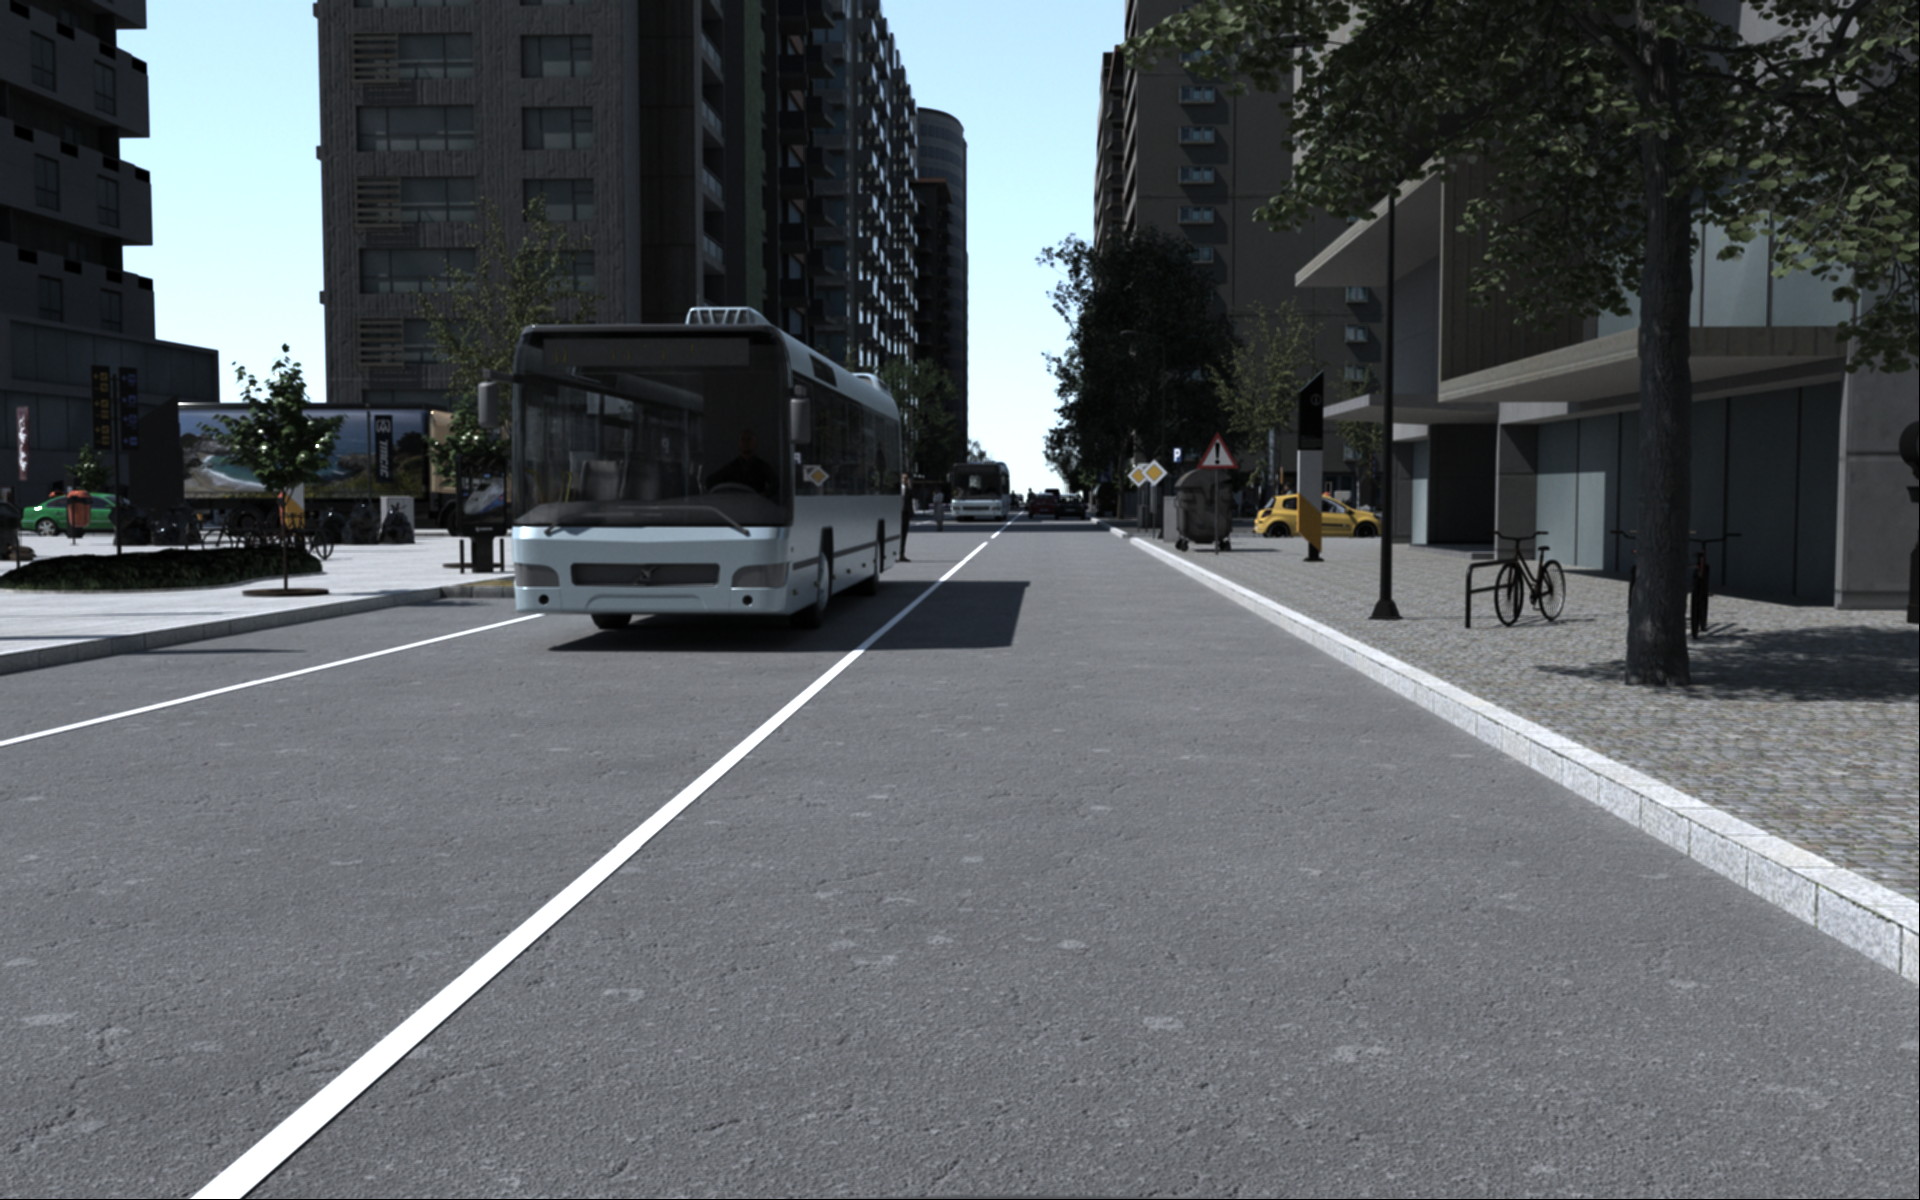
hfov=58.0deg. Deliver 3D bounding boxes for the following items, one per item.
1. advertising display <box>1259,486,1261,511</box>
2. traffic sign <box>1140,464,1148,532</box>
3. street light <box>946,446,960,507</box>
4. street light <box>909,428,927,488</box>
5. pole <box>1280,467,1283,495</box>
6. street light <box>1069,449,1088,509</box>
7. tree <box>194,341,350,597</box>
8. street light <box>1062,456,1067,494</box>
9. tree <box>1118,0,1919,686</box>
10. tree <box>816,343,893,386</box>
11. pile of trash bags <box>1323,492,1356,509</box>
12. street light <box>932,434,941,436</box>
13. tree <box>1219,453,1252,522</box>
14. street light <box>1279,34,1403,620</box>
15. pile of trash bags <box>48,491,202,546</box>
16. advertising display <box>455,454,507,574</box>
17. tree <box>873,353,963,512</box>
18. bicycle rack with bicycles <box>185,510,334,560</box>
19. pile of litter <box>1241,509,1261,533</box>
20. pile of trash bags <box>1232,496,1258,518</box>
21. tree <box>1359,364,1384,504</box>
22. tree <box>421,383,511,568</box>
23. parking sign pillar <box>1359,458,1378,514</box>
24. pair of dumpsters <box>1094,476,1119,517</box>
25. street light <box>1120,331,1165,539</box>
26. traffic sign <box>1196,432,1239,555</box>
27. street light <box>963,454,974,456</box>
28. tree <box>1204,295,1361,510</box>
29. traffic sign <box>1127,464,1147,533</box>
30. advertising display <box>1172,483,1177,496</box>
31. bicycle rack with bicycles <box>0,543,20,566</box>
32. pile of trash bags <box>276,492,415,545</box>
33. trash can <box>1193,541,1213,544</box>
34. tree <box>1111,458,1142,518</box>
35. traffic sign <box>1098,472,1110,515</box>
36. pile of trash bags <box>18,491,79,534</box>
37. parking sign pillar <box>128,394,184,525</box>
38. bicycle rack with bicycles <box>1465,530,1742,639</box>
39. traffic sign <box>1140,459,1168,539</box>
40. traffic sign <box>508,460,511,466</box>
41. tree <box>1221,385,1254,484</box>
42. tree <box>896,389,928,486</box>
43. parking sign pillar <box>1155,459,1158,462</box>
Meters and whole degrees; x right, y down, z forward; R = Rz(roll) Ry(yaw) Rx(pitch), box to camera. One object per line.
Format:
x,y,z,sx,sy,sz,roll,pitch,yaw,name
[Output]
22.663,-7.585,129.230,0.123,1.923,0.974,-2,4,-33,advertising display
6.260,-3.423,58.089,0.606,2.300,0.079,1,4,9,traffic sign
-0.723,-11.870,166.612,1.470,5.913,1.316,0,4,3,street light
-2.980,-9.091,121.183,1.470,5.913,1.316,0,4,3,street light
24.292,-8.374,130.764,0.158,3.312,0.155,0,3,0,pole
10.032,-10.544,144.928,1.470,5.913,1.316,0,4,3,street light
-8.484,-1.674,21.966,1.663,3.219,1.824,0,3,0,tree
11.473,-12.518,177.208,1.470,5.913,1.316,0,4,3,street light
4.540,-5.729,11.791,7.486,12.596,7.792,0,3,0,tree
-5.886,-8.142,83.477,4.737,8.622,4.395,0,3,0,tree
19.581,-4.954,90.743,1.912,1.369,3.447,0,4,-4,pile of trash bags
-2.217,-9.932,134.922,1.470,5.913,1.316,0,4,3,street light
12.552,-5.243,80.324,1.663,3.219,1.824,0,3,0,tree
3.831,-2.759,17.647,1.470,5.913,1.316,0,4,3,street light
-20.875,-2.073,43.641,3.447,1.369,1.912,0,4,6,pile of trash bags
-7.810,-1.411,28.288,0.123,1.923,0.974,2,4,33,advertising display
-3.752,-12.285,126.619,9.928,11.665,9.643,0,3,0,tree
-13.323,-1.220,33.334,2.852,0.926,2.925,2,4,32,bicycle rack with bicycles
10.151,-2.638,57.100,1.719,0.858,1.176,3,5,39,pile of litter
14.384,-5.117,93.418,3.447,1.369,1.912,1,4,10,pile of trash bags
22.281,-8.893,95.757,4.737,8.622,4.395,0,3,0,tree
-8.700,-2.191,30.426,1.663,3.219,1.824,0,3,0,tree
26.627,-7.635,113.301,1.447,3.967,1.447,-2,4,-24,parking sign pillar
8.332,-5.781,97.019,1.574,2.255,4.437,0,4,3,pair of dumpsters
5.262,-4.700,49.382,1.470,5.913,1.316,0,4,3,street light
5.420,-2.232,36.491,0.884,2.594,0.081,1,4,11,traffic sign
0.863,-13.846,198.917,1.470,5.913,1.316,0,4,3,street light
11.474,-6.943,63.887,4.737,8.622,4.395,0,3,0,tree
5.918,-3.288,57.394,0.795,2.450,0.064,0,4,3,traffic sign
13.417,-6.138,105.575,0.974,1.923,0.123,-1,4,-17,advertising display
-17.407,-0.958,29.039,2.852,0.926,2.925,2,4,31,bicycle rack with bicycles
-15.714,-2.092,43.951,1.912,1.369,3.447,2,4,35,pile of trash bags
6.301,-2.023,44.723,0.748,1.137,0.748,0,3,0,trash can
9.050,-6.002,92.741,1.663,3.219,1.824,0,3,0,tree
8.334,-6.120,100.164,0.768,2.556,0.104,0,4,8,traffic sign
-33.019,-3.102,60.473,3.447,1.369,1.912,-3,5,-44,pile of trash bags
-21.812,-3.579,46.996,1.447,3.967,1.447,0,4,-5,parking sign pillar
6.269,-0.214,16.879,2.852,0.926,2.925,2,4,33,bicycle rack with bicycles
5.534,-2.800,49.418,0.795,2.450,0.064,0,4,3,traffic sign
-8.082,-1.982,32.407,0.884,2.594,0.081,1,4,9,traffic sign
16.143,-9.486,105.463,4.360,8.622,3.978,0,3,0,tree
-4.698,-10.044,114.583,4.360,8.622,3.978,0,3,0,tree
15.086,-8.695,130.633,1.447,3.967,1.447,3,4,39,parking sign pillar
